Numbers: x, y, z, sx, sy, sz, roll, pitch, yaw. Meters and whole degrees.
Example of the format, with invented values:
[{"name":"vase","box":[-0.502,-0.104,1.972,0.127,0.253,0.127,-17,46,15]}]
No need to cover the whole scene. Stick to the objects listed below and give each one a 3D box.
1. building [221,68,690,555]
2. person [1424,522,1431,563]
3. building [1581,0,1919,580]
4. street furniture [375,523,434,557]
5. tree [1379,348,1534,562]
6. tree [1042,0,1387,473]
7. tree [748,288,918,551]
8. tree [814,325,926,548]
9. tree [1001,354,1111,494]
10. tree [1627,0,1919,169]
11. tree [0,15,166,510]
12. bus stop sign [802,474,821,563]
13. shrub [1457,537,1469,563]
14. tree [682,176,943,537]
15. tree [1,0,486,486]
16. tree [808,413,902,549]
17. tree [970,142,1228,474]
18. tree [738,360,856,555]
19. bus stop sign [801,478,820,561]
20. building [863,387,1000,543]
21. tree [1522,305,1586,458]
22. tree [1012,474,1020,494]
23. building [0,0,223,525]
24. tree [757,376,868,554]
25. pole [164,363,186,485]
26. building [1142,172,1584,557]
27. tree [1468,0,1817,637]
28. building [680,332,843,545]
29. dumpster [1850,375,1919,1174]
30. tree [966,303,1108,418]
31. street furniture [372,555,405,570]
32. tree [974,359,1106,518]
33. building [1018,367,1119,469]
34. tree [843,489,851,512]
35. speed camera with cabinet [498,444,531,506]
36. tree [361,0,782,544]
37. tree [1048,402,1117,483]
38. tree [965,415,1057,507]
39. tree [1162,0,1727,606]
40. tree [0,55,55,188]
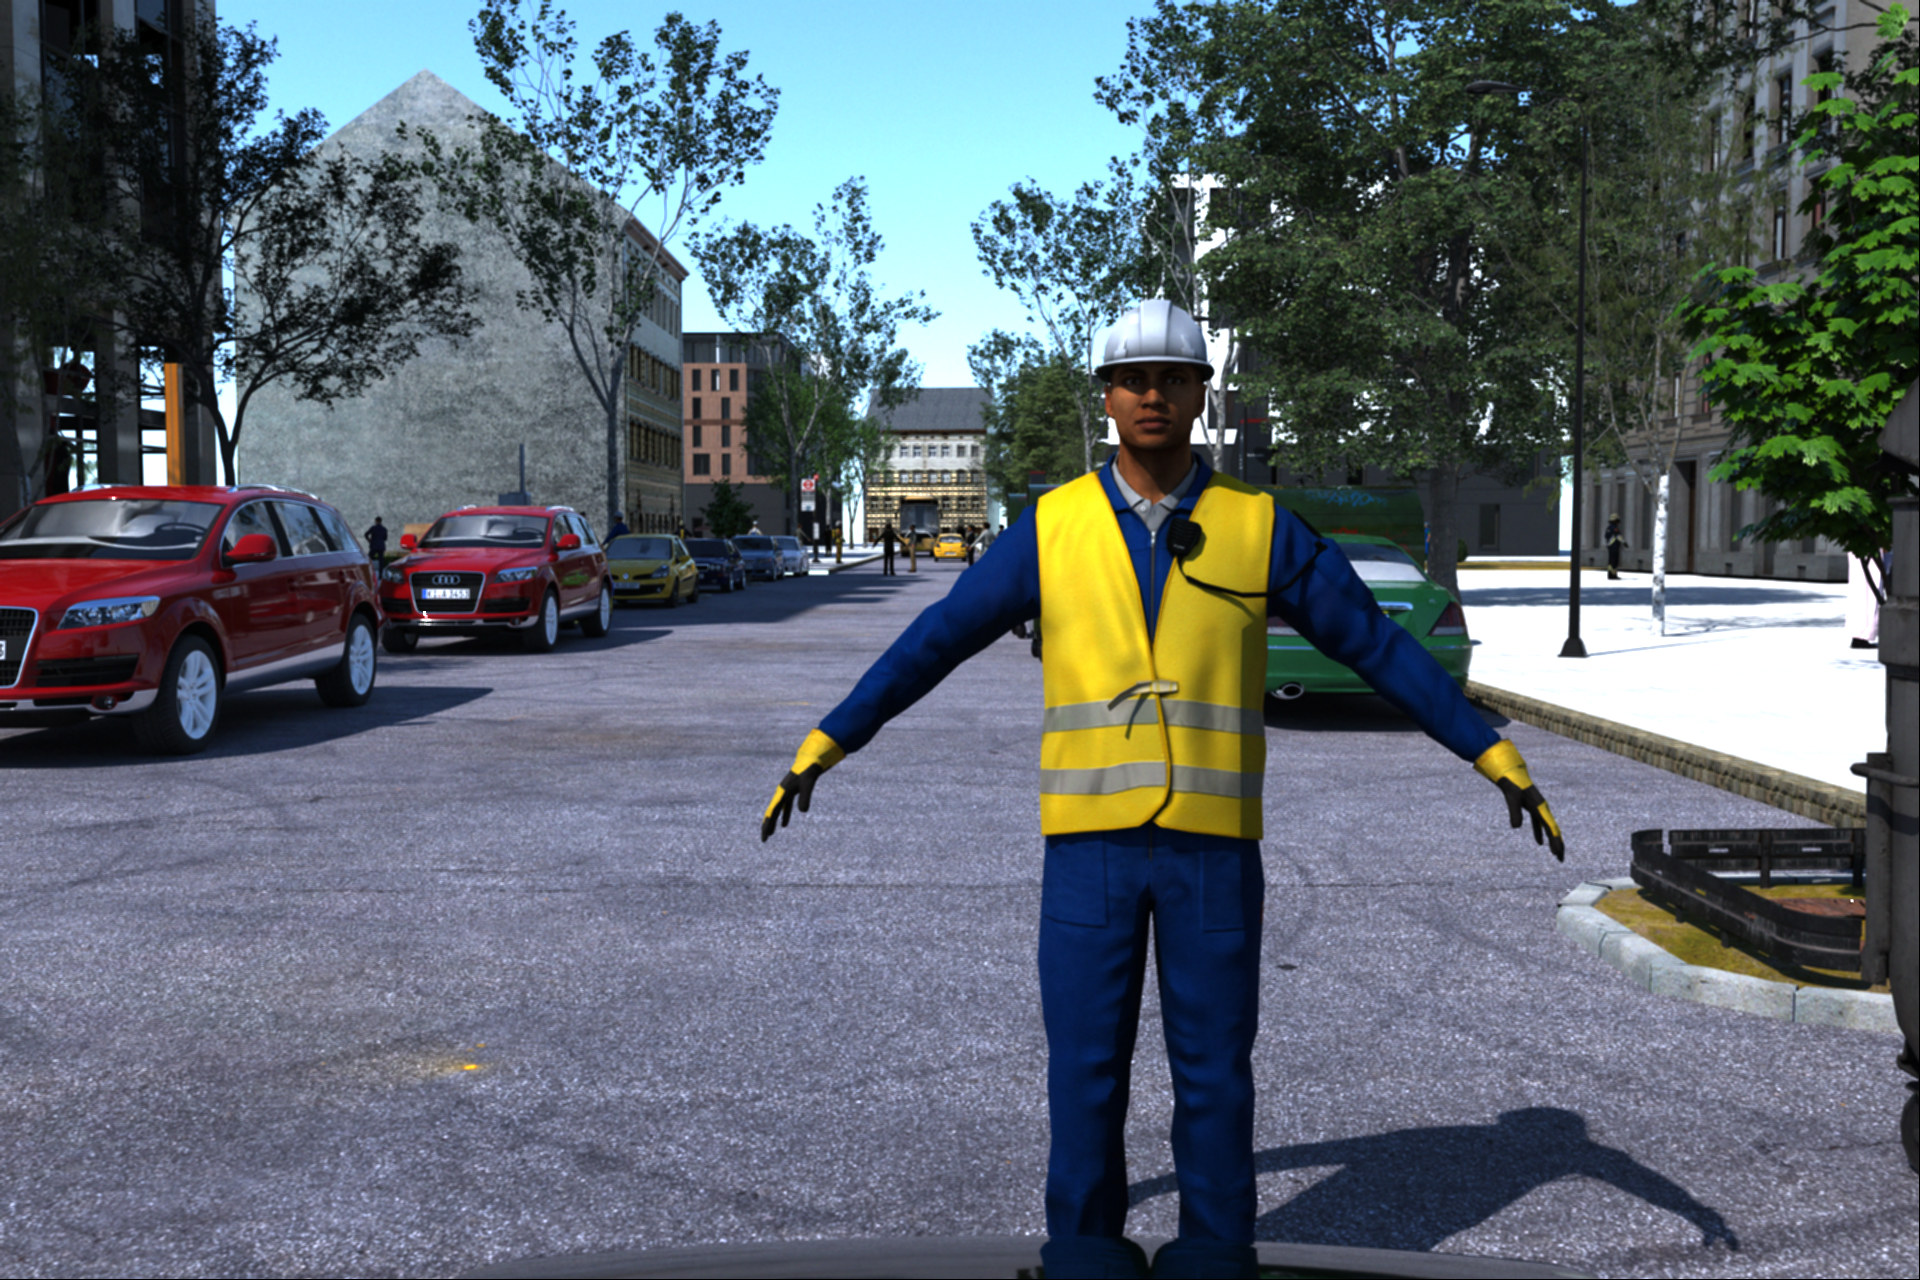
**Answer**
[{"name":"building","box":[-25.255,-15.921,91.240,19.493,23.208,18.063,0,4,-1]},{"name":"person","box":[21.019,-4.405,78.145,0.704,1.817,1.347,0,4,2]},{"name":"building","box":[26.993,-12.521,52.942,9.793,21.092,18.267,0,4,0]},{"name":"street furniture","box":[-22.514,-4.193,75.403,11.010,1.723,9.812,-3,4,-37]},{"name":"tree","box":[22.234,-8.793,78.184,7.601,10.594,8.767,1,4,21]},{"name":"tree","box":[9.050,-12.513,60.479,12.611,20.169,13.585,0,3,0]},{"name":"tree","box":[-9.473,-16.760,129.913,12.611,20.169,13.585,0,3,0]},{"name":"tree","box":[-10.221,-18.523,158.746,12.611,20.169,13.585,0,3,0]},{"name":"tree","box":[6.202,-11.719,109.730,7.486,12.596,7.792,0,3,0]},{"name":"tree","box":[8.846,-4.714,11.489,8.767,10.594,7.601,2,4,25]},{"name":"tree","box":[-12.427,-4.456,23.217,4.360,8.622,3.978,0,3,0]},{"name":"bus stop sign","box":[-6.601,-5.404,77.052,0.855,3.939,0.416,0,4,0]},{"name":"shrub","box":[22.297,-4.062,77.526,1.383,1.207,1.383,0,3,0]},{"name":"tree","box":[-7.787,-14.409,91.476,12.611,20.169,13.585,0,3,0]},{"name":"tree","box":[-12.496,-5.837,29.853,8.767,10.594,7.601,-1,4,-16]},{"name":"tree","box":[-8.973,-13.408,144.982,9.928,11.665,9.643,0,3,0]},{"name":"tree","box":[7.584,-13.882,82.852,12.611,20.169,13.585,0,3,0]},{"name":"tree","box":[-9.822,-10.939,104.613,9.928,11.665,9.643,0,3,0]},{"name":"bus stop sign","box":[-6.978,-5.646,81.014,0.855,3.939,0.416,0,4,0]},{"name":"building","box":[-3.927,-25.961,257.847,18.063,23.208,19.493,0,4,7]},{"name":"tree","box":[25.656,-8.697,67.953,9.928,11.665,9.643,0,3,0]},{"name":"tree","box":[5.436,-12.558,155.681,4.360,8.622,3.978,0,3,0]},{"name":"building","box":[-30.718,-15.984,27.557,22.709,31.103,35.509,0,4,1]},{"name":"tree","box":[-9.657,-11.515,114.019,9.928,11.665,9.643,0,3,0]},{"name":"pole","box":[-9.407,-1.650,20.814,0.158,3.312,0.155,0,3,0]},{"name":"building","box":[25.641,-16.534,114.308,27.936,21.610,32.646,0,3,0]},{"name":"tree","box":[8.729,-4.332,21.188,4.360,8.622,3.978,0,3,0]},{"name":"building","box":[-28.278,-21.273,191.787,27.936,21.610,32.646,0,4,1]},{"name":"dumpster","box":[2.884,0.299,3.327,1.865,1.857,1.264,0,4,-1]},{"name":"tree","box":[7.150,-17.447,141.154,12.611,20.169,13.585,0,3,0]},{"name":"street furniture","box":[-19.531,-2.924,63.434,10.072,0.657,5.734,-1,4,-8]},{"name":"tree","box":[5.986,-13.268,123.586,9.857,13.997,8.962,0,3,0]},{"name":"building","box":[21.517,-23.514,228.421,27.936,21.610,32.646,0,4,0]},{"name":"tree","box":[-21.313,-21.309,258.778,12.009,13.543,11.850,0,3,0]},{"name":"speed camera with cabinet","box":[-9.780,-2.717,38.752,0.660,3.252,2.038,0,4,1]},{"name":"tree","box":[-13.343,-12.434,59.185,12.611,20.169,13.585,0,3,0]},{"name":"tree","box":[6.260,-8.942,96.556,4.360,8.622,3.978,0,3,0]},{"name":"tree","box":[5.626,-15.490,163.637,12.009,13.543,11.850,0,3,0]},{"name":"tree","box":[8.568,-7.590,30.748,9.857,13.997,8.962,0,3,0]},{"name":"tree","box":[-12.247,-4.903,14.575,7.601,10.594,8.767,3,5,39]}]
